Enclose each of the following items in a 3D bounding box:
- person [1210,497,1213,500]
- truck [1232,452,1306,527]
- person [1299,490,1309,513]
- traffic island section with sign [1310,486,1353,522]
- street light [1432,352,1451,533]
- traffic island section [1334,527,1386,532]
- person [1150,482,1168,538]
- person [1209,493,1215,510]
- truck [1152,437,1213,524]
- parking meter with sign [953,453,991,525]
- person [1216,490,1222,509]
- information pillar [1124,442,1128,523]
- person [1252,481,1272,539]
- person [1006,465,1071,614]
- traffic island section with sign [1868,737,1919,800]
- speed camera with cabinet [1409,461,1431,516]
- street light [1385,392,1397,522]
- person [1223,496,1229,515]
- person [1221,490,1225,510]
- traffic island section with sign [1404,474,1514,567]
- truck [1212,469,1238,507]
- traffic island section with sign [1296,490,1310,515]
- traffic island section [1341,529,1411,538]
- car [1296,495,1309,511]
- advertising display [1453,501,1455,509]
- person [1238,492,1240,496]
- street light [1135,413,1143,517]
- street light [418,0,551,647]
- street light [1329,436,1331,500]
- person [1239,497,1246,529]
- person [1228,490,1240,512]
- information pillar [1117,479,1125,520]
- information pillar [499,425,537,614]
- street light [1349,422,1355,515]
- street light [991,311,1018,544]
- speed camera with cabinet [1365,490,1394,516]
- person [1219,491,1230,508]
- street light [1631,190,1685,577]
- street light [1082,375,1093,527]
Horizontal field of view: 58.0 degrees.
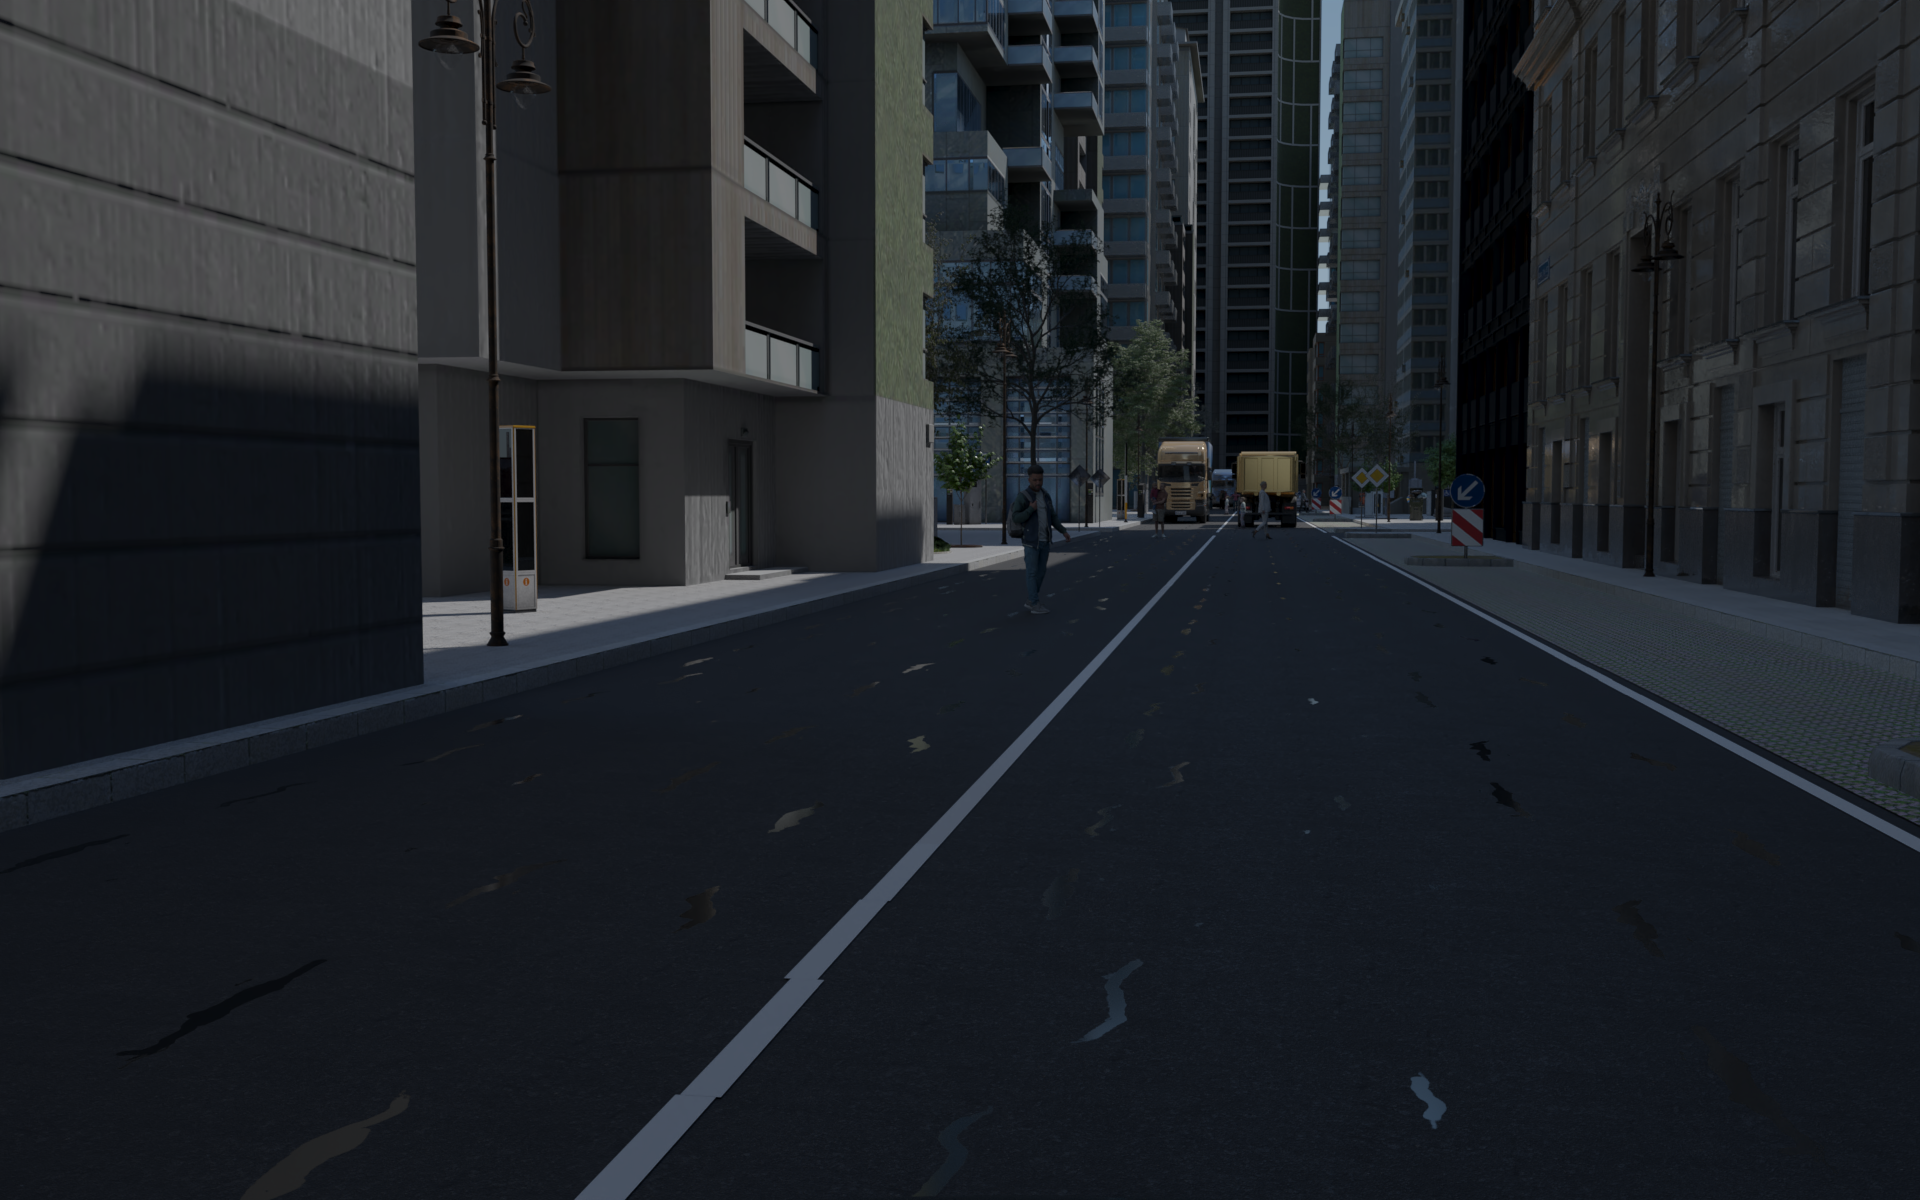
[{"bbox_3d":[21.265,-8.499,148.240,0.721,1.735,1.217,3,5,44],"label":"person"},{"bbox_3d":[13.877,-5.020,77.996,3.469,3.379,9.791,1,4,10],"label":"truck"},{"bbox_3d":[26.123,-7.495,131.448,0.834,1.777,0.661,2,4,27],"label":"person"},{"bbox_3d":[19.234,-4.940,89.389,1.989,1.847,2.006,1,4,10],"label":"traffic island section with sign"},{"bbox_3d":[15.662,-5.118,56.464,0.468,5.910,1.993,1,4,10],"label":"street light"},{"bbox_3d":[15.114,-2.621,65.136,2.009,0.180,2.903,1,4,10],"label":"traffic island section"},{"bbox_3d":[6.534,-2.976,57.128,0.580,1.828,0.573,-1,4,-12],"label":"person"},{"bbox_3d":[22.811,-9.131,157.802,1.348,1.822,0.705,-3,5,-40],"label":"person"},{"bbox_3d":[11.391,-6.038,87.629,2.839,4.237,11.283,1,4,10],"label":"truck"},{"bbox_3d":[0.493,-4.661,72.461,1.738,3.016,0.543,-3,5,-43],"label":"parking meter with sign"},{"bbox_3d":[25.268,-9.727,167.544,0.705,1.823,1.348,-3,5,-42],"label":"person"},{"bbox_3d":[7.487,-5.307,78.125,0.183,3.616,0.504,0,4,3],"label":"information pillar"},{"bbox_3d":[9.579,-2.848,54.940,0.818,1.842,0.514,-1,4,-17],"label":"person"},{"bbox_3d":[0.908,-0.732,20.822,0.721,1.781,0.623,3,5,39],"label":"person"},{"bbox_3d":[5.487,0.033,8.091,1.989,1.847,2.006,1,4,10],"label":"traffic island section with sign"},{"bbox_3d":[27.798,-6.652,103.102,2.038,3.252,0.660,2,4,26],"label":"speed camera with cabinet"},{"bbox_3d":[19.577,-6.490,78.902,0.468,5.910,1.993,1,4,10],"label":"street light"},{"bbox_3d":[18.407,-6.540,119.705,0.394,1.301,0.425,0,4,6],"label":"person"},{"bbox_3d":[24.345,-9.280,160.366,0.705,1.807,1.348,0,4,1],"label":"person"},{"bbox_3d":[10.028,-1.610,34.952,1.989,1.847,2.006,1,4,10],"label":"traffic island section with sign"},{"bbox_3d":[29.968,-12.555,195.033,2.967,4.110,18.799,1,4,11],"label":"truck"},{"bbox_3d":[23.767,-6.580,116.208,1.989,1.847,2.006,1,4,10],"label":"traffic island section with sign"},{"bbox_3d":[13.782,-2.140,57.262,2.009,0.180,2.903,1,4,10],"label":"traffic island section"},{"bbox_3d":[29.557,-8.525,151.750,2.083,1.381,4.827,0,4,8],"label":"car"},{"bbox_3d":[22.257,-4.352,76.368,0.974,1.923,0.123,2,4,33],"label":"advertising display"},{"bbox_3d":[24.088,-8.531,148.702,0.721,1.735,1.217,1,4,9],"label":"person"},{"bbox_3d":[9.947,-7.564,96.461,0.468,5.910,1.993,1,4,10],"label":"street light"},{"bbox_3d":[-3.912,-2.550,14.475,0.468,5.910,1.993,1,4,10],"label":"street light"},{"bbox_3d":[29.584,-10.132,138.439,0.468,5.910,1.993,1,4,10],"label":"street light"},{"bbox_3d":[11.713,-3.616,71.899,0.394,1.301,0.425,-1,4,-17],"label":"person"},{"bbox_3d":[22.634,-8.136,142.237,1.217,1.743,0.721,0,4,4],"label":"person"},{"bbox_3d":[8.089,-5.044,86.968,0.304,2.012,0.304,3,5,41],"label":"information pillar"},{"bbox_3d":[-4.797,-0.871,18.728,0.304,2.012,0.304,2,4,35],"label":"information pillar"},{"bbox_3d":[24.570,-8.298,108.456,0.468,5.910,1.993,1,4,10],"label":"street light"},{"bbox_3d":[1.128,-4.353,43.963,0.468,5.910,1.993,1,4,10],"label":"street light"},{"bbox_3d":[24.829,-6.611,102.426,2.038,3.252,0.660,-3,4,-38],"label":"speed camera with cabinet"},{"bbox_3d":[24.817,-9.364,162.322,1.217,1.743,0.721,3,4,37],"label":"person"},{"bbox_3d":[10.709,-3.299,26.729,0.468,5.910,1.993,1,4,10],"label":"street light"},{"bbox_3d":[4.901,-5.761,66.974,0.468,5.910,1.993,1,4,10],"label":"street light"}]
